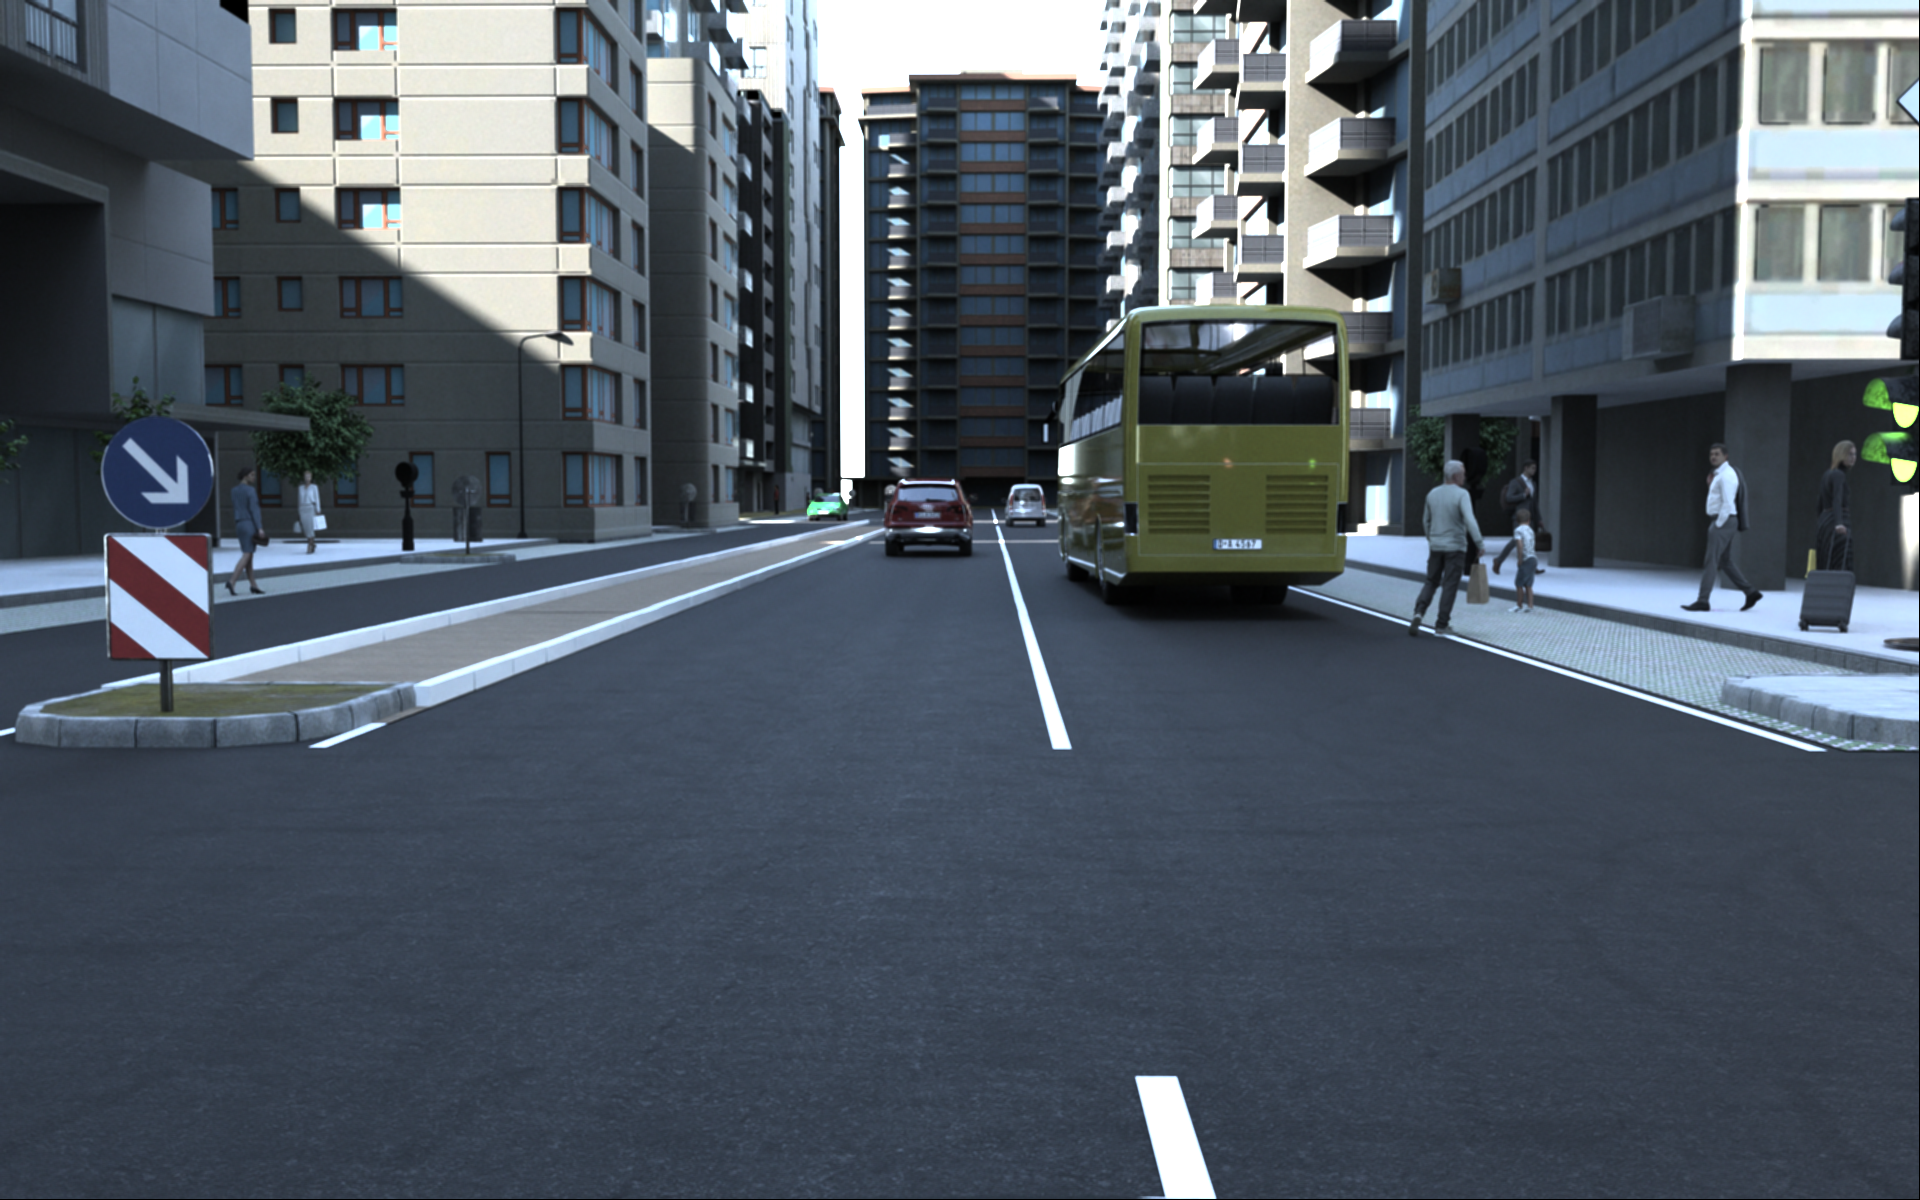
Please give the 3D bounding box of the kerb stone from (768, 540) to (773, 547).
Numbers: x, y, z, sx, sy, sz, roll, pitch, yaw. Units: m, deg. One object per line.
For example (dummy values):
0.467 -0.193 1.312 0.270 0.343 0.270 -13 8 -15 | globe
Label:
-5.165 -1.454 45.964 0.120 0.150 1.000 0 4 1 | kerb stone

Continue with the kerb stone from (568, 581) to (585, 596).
-5.498 -0.137 24.429 0.120 0.150 1.000 0 4 1 | kerb stone

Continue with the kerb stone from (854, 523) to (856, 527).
-4.688 -3.209 74.669 0.120 0.150 1.000 0 4 1 | kerb stone

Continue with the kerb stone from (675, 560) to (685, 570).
-5.371 -0.638 32.627 0.120 0.150 1.000 0 4 1 | kerb stone

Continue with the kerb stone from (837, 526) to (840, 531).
-4.824 -2.708 66.467 0.120 0.150 1.000 0 4 1 | kerb stone

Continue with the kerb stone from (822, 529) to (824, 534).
-4.921 -2.331 60.324 0.120 0.150 1.000 0 4 1 | kerb stone

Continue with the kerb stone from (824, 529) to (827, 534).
-4.901 -2.392 61.346 0.120 0.150 1.000 0 4 1 | kerb stone

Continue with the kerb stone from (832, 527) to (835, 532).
-4.849 -2.582 64.417 0.120 0.150 1.000 0 4 1 | kerb stone

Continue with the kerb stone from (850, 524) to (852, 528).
-4.723 -3.078 72.617 0.120 0.150 1.000 0 4 1 | kerb stone

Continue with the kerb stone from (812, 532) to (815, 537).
-4.976 -2.144 57.257 0.120 0.150 1.000 0 4 1 | kerb stone

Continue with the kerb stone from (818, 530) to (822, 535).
-4.926 -2.266 59.302 0.120 0.150 1.000 0 4 1 | kerb stone

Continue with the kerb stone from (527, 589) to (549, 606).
-5.531 -0.009 22.385 0.120 0.150 1.000 0 4 1 | kerb stone

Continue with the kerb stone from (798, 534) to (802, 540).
-5.039 -1.881 53.151 0.120 0.150 1.000 0 4 1 | kerb stone

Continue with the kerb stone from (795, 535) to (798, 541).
-5.056 -1.822 52.116 0.120 0.150 1.000 0 4 1 | kerb stone

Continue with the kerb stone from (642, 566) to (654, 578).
-5.415 -0.450 29.550 0.120 0.150 1.000 0 4 1 | kerb stone

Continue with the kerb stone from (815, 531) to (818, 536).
-4.959 -2.207 58.279 0.120 0.150 1.000 0 4 1 | kerb stone

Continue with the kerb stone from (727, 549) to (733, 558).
-5.274 -1.010 38.783 0.120 0.150 1.000 0 4 1 | kerb stone

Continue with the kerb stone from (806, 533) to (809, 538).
-5.002 -2.015 55.204 0.120 0.150 1.000 0 4 1 | kerb stone

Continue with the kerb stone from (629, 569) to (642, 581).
-5.436 -0.385 28.528 0.120 0.150 1.000 0 4 1 | kerb stone

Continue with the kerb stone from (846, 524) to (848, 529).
-4.750 -2.959 70.568 0.120 0.150 1.000 0 4 1 | kerb stone

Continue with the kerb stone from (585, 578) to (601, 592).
-5.482 -0.199 25.451 0.120 0.150 1.000 0 4 1 | kerb stone

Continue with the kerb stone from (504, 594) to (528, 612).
-5.554 0.053 21.362 0.120 0.150 1.000 0 4 1 | kerb stone

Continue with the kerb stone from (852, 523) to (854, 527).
-4.714 -3.146 73.647 0.120 0.150 1.000 0 4 1 | kerb stone

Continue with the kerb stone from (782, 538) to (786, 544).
-5.107 -1.642 49.036 0.120 0.150 1.000 0 4 1 | kerb stone

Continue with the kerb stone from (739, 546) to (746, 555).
-5.237 -1.140 40.834 0.120 0.150 1.000 0 4 1 | kerb stone

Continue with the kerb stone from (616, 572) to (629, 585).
-5.456 -0.324 27.499 0.120 0.150 1.000 0 4 1 | kerb stone

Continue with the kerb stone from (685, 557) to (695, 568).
-5.351 -0.694 33.649 0.120 0.150 1.000 0 4 1 | kerb stone

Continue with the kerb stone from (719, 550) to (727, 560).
-5.281 -0.946 37.761 0.120 0.150 1.000 0 4 1 | kerb stone

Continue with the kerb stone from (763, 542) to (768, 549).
-5.169 -1.390 44.936 0.120 0.150 1.000 0 4 1 | kerb stone

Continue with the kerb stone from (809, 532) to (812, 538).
-4.991 -2.081 56.226 0.120 0.150 1.000 0 4 1 | kerb stone

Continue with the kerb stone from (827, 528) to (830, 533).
-4.889 -2.457 62.369 0.120 0.150 1.000 0 4 1 | kerb stone

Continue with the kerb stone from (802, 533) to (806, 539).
-5.021 -1.956 54.176 0.120 0.150 1.000 0 4 1 | kerb stone

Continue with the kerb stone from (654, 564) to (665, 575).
-5.402 -0.512 30.576 0.120 0.150 1.000 0 4 1 | kerb stone

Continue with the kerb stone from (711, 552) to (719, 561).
-5.301 -0.887 36.736 0.120 0.150 1.000 0 4 1 | kerb stone

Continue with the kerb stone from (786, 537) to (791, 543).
-5.088 -1.704 50.061 0.120 0.150 1.000 0 4 1 | kerb stone

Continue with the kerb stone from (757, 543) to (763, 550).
-5.191 -1.328 43.911 0.120 0.150 1.000 0 4 1 | kerb stone

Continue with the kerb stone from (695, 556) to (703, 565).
-5.333 -0.764 34.679 0.120 0.150 1.000 0 4 1 | kerb stone

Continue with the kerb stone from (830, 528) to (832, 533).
-4.876 -2.519 63.391 0.120 0.150 1.000 0 4 1 | kerb stone

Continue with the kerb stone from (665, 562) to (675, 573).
-5.388 -0.575 31.598 0.120 0.150 1.000 0 4 1 | kerb stone

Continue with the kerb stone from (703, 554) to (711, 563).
-5.323 -0.826 35.706 0.120 0.150 1.000 0 4 1 | kerb stone

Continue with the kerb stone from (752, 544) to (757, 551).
-5.205 -1.265 42.883 0.120 0.150 1.000 0 4 1 | kerb stone

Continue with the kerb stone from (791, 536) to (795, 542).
-5.073 -1.767 51.093 0.120 0.150 1.000 0 4 1 | kerb stone

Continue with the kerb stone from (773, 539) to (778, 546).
-5.134 -1.516 46.989 0.120 0.150 1.000 0 4 1 | kerb stone

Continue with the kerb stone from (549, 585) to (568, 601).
-5.518 -0.074 23.407 0.120 0.150 1.000 0 4 1 | kerb stone

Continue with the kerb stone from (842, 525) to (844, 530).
-4.793 -2.830 68.511 0.120 0.150 1.000 0 4 1 | kerb stone

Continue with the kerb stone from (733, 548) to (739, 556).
-5.259 -1.077 39.806 0.120 0.150 1.000 0 4 1 | kerb stone

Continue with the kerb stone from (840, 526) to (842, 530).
-4.807 -2.770 67.489 0.120 0.150 1.000 0 4 1 | kerb stone

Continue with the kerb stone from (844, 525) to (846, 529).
-4.773 -2.895 69.533 0.120 0.150 1.000 0 4 1 | kerb stone

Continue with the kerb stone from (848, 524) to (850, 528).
-4.745 -3.017 71.595 0.120 0.150 1.000 0 4 1 | kerb stone

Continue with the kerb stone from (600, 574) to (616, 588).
-5.472 -0.262 26.473 0.120 0.150 1.000 0 4 1 | kerb stone

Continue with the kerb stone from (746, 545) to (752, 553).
-5.225 -1.203 41.861 0.120 0.150 1.000 0 4 1 | kerb stone

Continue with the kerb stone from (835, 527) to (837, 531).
-4.847 -2.645 65.441 0.120 0.150 1.000 0 4 1 | kerb stone

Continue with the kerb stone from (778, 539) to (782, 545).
-5.120 -1.579 48.014 0.120 0.150 1.000 0 4 1 | kerb stone
